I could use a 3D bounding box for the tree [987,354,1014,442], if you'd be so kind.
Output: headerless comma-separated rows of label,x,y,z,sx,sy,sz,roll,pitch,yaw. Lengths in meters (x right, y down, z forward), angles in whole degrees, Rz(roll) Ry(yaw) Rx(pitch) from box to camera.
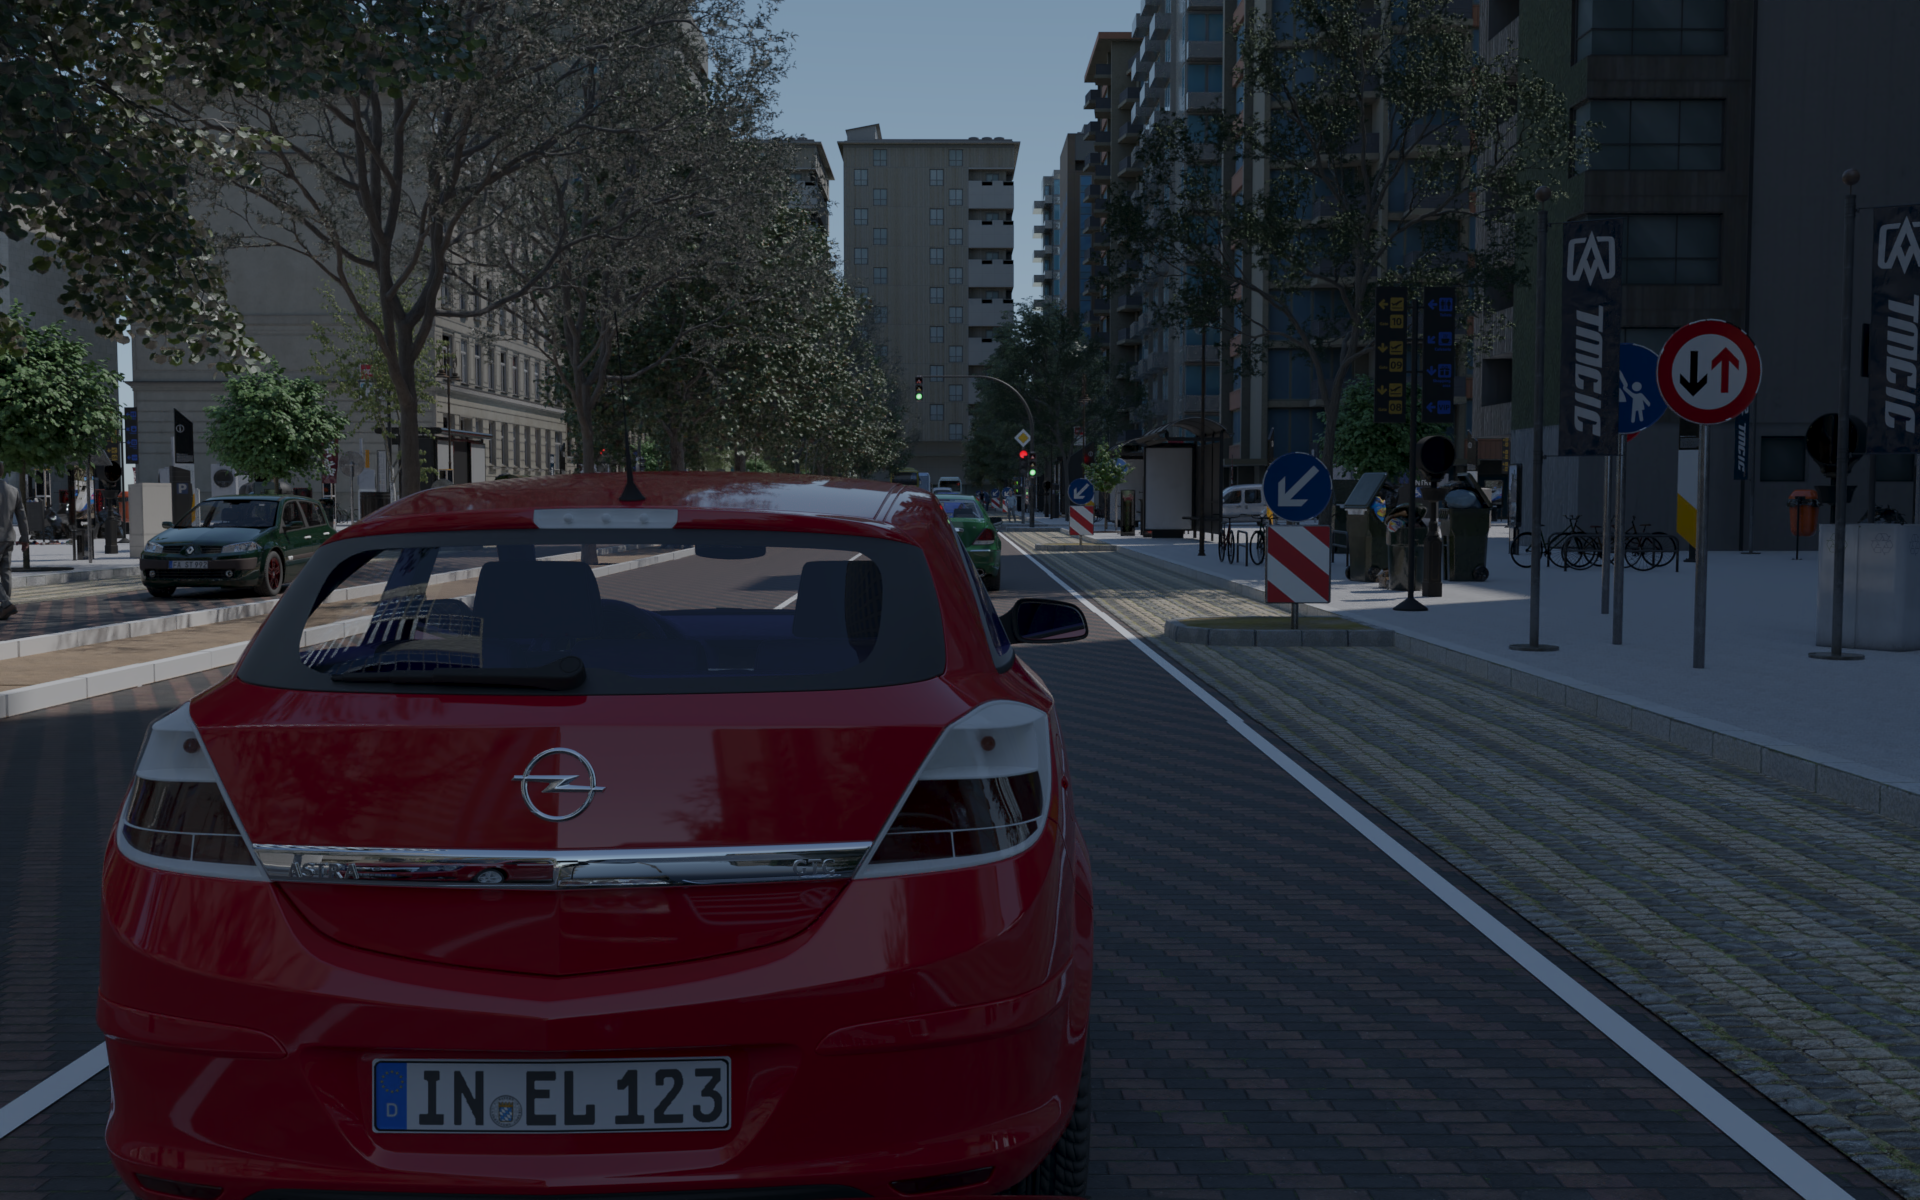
tree,5.214,-9.034,82.114,8.767,10.594,7.601,1,4,11

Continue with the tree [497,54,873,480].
tree,-7.399,-7.687,45.147,9.611,12.733,9.660,0,3,0

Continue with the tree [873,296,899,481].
tree,-7.036,-8.304,55.230,9.611,12.733,9.660,0,3,0

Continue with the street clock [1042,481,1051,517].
street clock,4.768,-5.542,95.174,0.471,2.002,0.358,-1,4,-22

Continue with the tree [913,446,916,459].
tree,-7.976,-12.444,122.927,9.611,12.733,9.660,0,3,0

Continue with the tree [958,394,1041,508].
tree,4.343,-14.980,161.937,9.611,12.733,9.660,0,3,0

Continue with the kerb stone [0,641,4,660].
kerb stone,-8.282,0.464,14.613,0.120,0.150,1.000,0,4,0

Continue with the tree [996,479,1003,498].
tree,4.187,-14.998,195.583,4.737,8.622,4.395,0,3,0

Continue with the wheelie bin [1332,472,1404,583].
wheelie bin,6.072,-1.071,25.426,0.693,1.594,0.980,-1,4,-19

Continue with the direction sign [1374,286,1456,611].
direction sign,4.971,-1.652,19.001,0.876,3.537,0.379,0,4,-2

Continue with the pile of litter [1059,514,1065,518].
pile of litter,6.022,-4.897,94.033,1.176,0.858,1.719,-2,4,-26

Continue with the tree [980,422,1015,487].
tree,4.894,-16.242,183.677,7.486,12.596,7.792,0,3,0

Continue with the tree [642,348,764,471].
tree,-17.296,-11.885,112.449,7.486,12.596,7.792,0,3,0

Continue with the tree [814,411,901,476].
tree,-7.696,-10.232,104.158,8.767,10.594,7.601,0,4,0

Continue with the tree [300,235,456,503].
tree,-15.914,-5.979,48.114,4.737,8.622,4.395,0,3,0

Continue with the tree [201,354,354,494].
tree,-16.013,-3.476,40.551,4.285,4.588,4.351,0,3,0

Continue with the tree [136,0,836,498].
tree,-7.411,-7.425,34.232,12.009,13.543,11.850,0,3,0

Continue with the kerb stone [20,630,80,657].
kerb stone,-8.278,0.401,15.635,0.120,0.150,1.000,0,4,0

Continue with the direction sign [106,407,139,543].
direction sign,-21.818,-3.250,45.140,0.876,3.537,0.379,0,4,4

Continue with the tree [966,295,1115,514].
tree,5.707,-12.455,110.302,9.857,13.997,8.962,0,3,0

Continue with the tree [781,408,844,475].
tree,-7.679,-8.287,88.309,4.360,8.622,3.978,0,3,0

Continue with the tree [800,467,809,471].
tree,-16.289,-13.463,170.477,4.737,8.622,4.395,0,3,0

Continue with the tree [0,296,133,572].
tree,-15.760,-2.772,29.041,4.285,4.588,4.351,0,3,0

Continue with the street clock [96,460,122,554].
street clock,-18.198,-1.989,37.087,0.358,2.002,0.471,1,4,22

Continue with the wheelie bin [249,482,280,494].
wheelie bin,-18.144,-2.287,45.292,0.980,1.594,0.693,-1,4,-22

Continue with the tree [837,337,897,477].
tree,-7.774,-11.309,113.109,9.928,11.665,9.643,0,3,0

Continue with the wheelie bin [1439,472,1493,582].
wheelie bin,7.434,-1.078,25.534,0.693,1.594,0.980,0,4,1

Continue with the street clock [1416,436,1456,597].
street clock,5.898,-1.040,21.582,0.471,2.002,0.358,-1,4,-9

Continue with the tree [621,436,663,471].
tree,-16.793,-6.729,93.740,4.285,4.588,4.351,0,3,0

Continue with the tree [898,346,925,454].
tree,-7.422,-10.159,78.929,12.009,13.543,11.850,0,3,0

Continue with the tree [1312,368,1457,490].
tree,10.407,-3.598,42.537,4.285,4.588,4.351,0,3,0

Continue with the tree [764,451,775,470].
tree,-16.546,-14.158,149.618,7.486,12.596,7.792,0,3,0

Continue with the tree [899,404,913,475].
tree,-7.694,-10.761,95.403,9.611,12.733,9.660,0,3,0

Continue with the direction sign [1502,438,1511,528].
direction sign,20.876,-4.508,65.710,0.379,3.537,0.876,-2,4,-27

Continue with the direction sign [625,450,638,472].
direction sign,-16.846,-5.920,88.796,0.876,3.537,0.379,2,4,31

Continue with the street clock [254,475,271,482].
street clock,-19.613,-2.705,48.800,0.471,2.002,0.358,-1,4,-13

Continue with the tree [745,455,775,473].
tree,-16.709,-9.633,141.205,4.285,4.588,4.351,0,3,0

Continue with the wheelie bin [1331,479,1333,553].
wheelie bin,8.263,-1.802,37.366,0.980,1.594,0.693,0,4,-6

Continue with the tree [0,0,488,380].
tree,-6.993,-6.178,10.126,9.857,13.997,8.962,0,3,0

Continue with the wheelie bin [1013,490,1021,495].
wheelie bin,4.734,-8.523,147.265,0.980,1.594,0.693,1,4,15

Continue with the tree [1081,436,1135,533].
tree,4.727,-3.850,57.552,1.663,3.219,1.824,0,3,0

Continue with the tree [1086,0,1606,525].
tree,6.054,-5.775,28.827,8.767,10.594,7.601,1,4,14

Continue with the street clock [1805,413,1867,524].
street clock,7.854,-0.672,15.558,0.358,2.002,0.471,-3,5,-41

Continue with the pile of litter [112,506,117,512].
pile of litter,-32.394,-3.180,65.951,1.176,0.858,1.719,3,5,44

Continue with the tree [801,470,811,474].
tree,-16.469,-12.955,195.521,4.285,4.588,4.351,0,3,0

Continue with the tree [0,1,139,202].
tree,-7.056,-6.669,21.872,12.009,13.543,11.850,0,3,0
